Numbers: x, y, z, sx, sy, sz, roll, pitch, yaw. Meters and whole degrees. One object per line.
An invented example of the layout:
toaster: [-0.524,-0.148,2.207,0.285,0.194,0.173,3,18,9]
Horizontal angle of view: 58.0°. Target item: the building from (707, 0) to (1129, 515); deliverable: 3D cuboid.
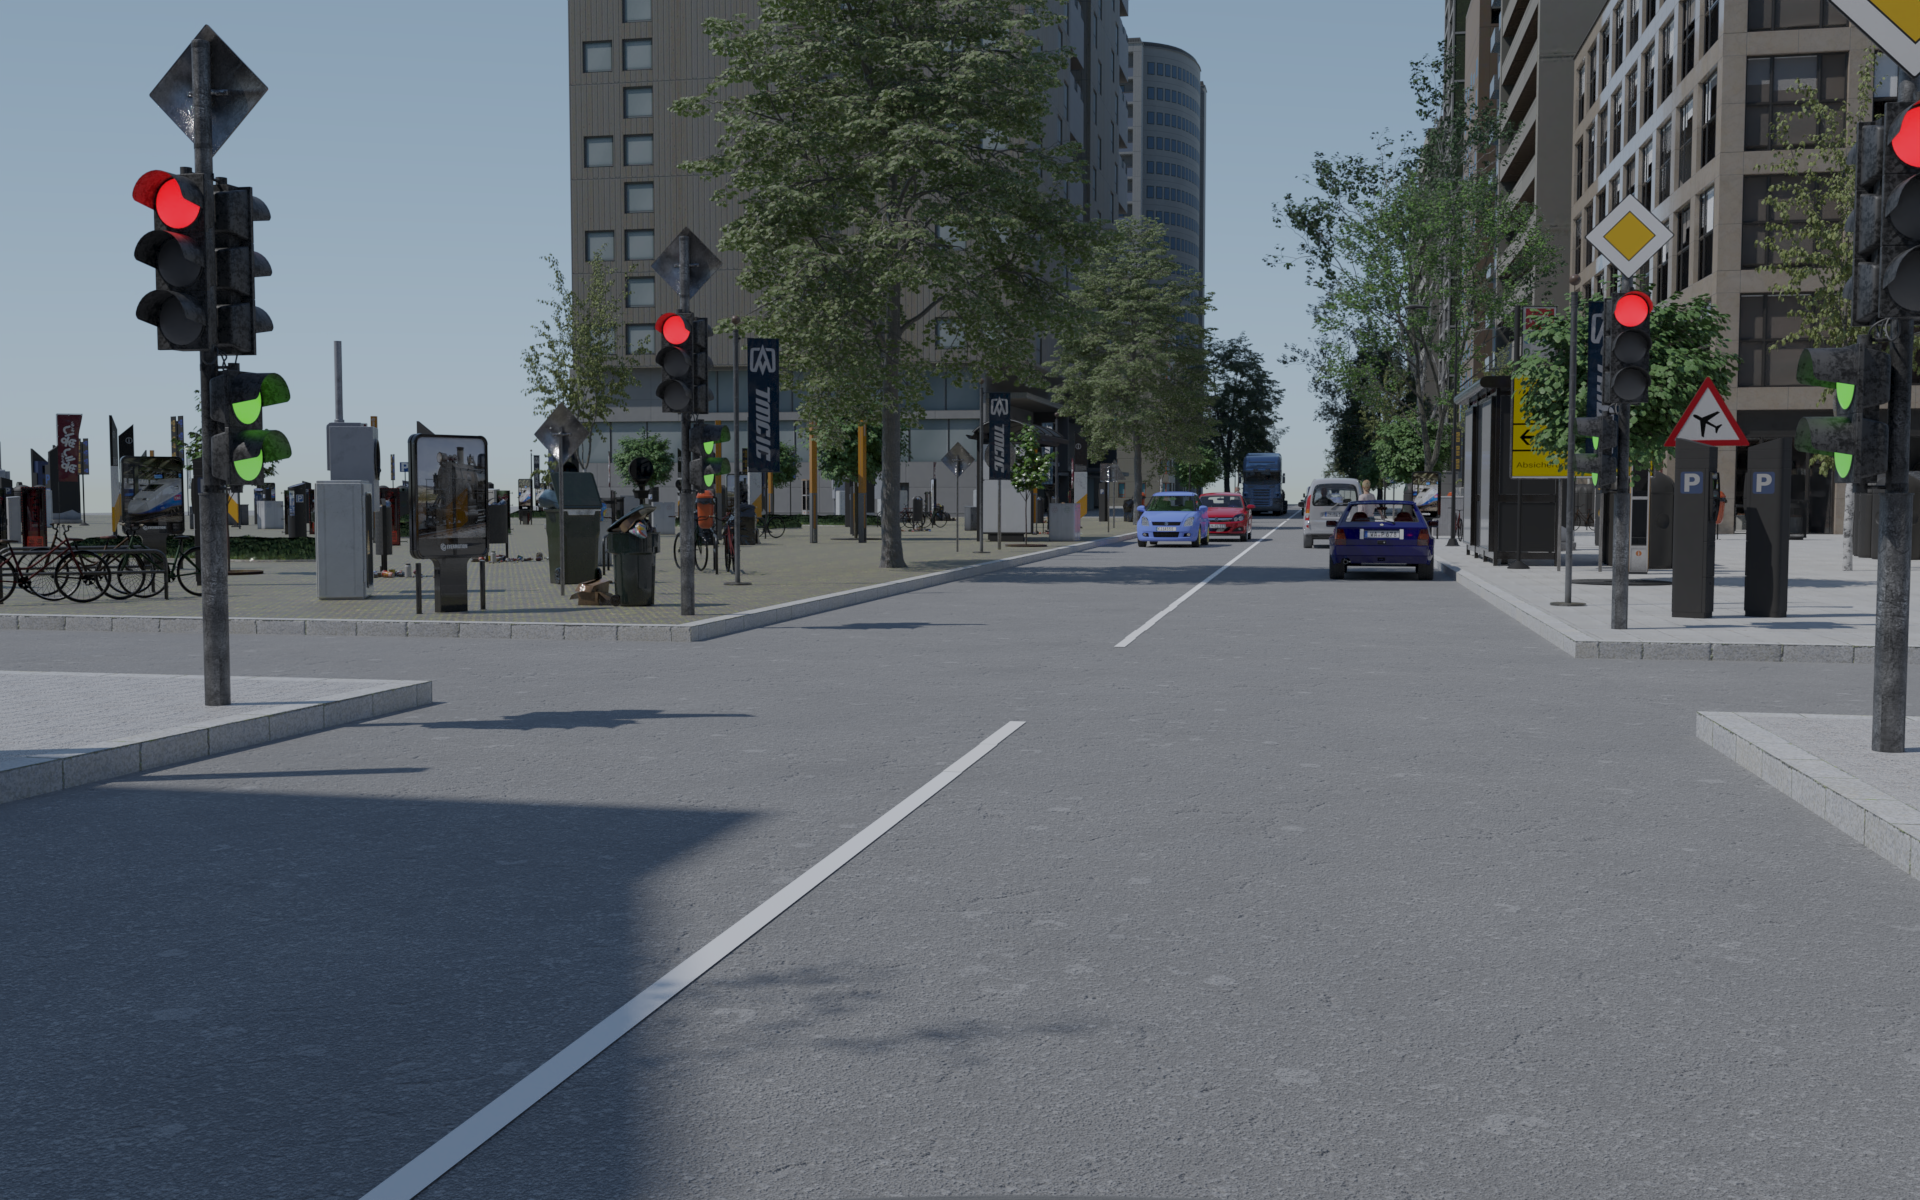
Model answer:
building: [-1.316,-33.497,136.914,28.713,52.752,27.495,1,4,12]

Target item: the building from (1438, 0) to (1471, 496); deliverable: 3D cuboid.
building: [63.298,-46.312,195.458,20.563,71.187,20.611,1,4,12]

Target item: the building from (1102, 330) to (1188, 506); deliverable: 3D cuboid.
building: [11.557,-21.736,200.426,27.650,21.520,28.899,1,4,12]

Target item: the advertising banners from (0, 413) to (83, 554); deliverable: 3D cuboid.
advertising banners: [-20.069,-2.523,37.438,2.074,3.025,0.090,-1,4,-20]

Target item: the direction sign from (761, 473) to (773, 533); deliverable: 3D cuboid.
direction sign: [-6.400,-3.991,57.255,0.876,3.537,0.379,0,4,0]

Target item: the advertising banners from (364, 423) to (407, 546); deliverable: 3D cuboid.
advertising banners: [-14.115,-2.859,42.927,2.074,3.025,0.090,-1,4,-21]

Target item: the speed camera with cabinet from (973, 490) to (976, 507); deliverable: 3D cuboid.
speed camera with cabinet: [1.543,-4.390,66.105,2.038,3.252,0.660,1,4,23]

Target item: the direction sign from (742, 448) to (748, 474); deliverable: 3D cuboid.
direction sign: [-10.424,-5.725,85.603,0.379,3.537,0.876,3,5,41]

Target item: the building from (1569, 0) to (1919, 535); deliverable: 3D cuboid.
building: [36.909,-16.198,69.357,19.350,26.468,34.151,1,4,12]

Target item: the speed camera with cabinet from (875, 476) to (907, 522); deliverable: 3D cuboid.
speed camera with cabinet: [-3.184,-5.189,79.171,0.660,3.252,2.038,2,4,31]

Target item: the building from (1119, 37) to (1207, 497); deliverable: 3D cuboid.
building: [20.524,-41.868,226.545,21.231,58.520,28.212,1,4,12]

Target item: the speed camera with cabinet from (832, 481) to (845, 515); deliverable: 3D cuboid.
speed camera with cabinet: [-6.039,-5.728,87.994,0.660,3.252,2.038,-1,4,-15]

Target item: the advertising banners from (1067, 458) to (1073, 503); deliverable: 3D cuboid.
advertising banners: [5.429,-5.438,85.094,0.090,3.025,2.074,0,4,-2]

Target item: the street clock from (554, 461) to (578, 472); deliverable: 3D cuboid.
street clock: [-8.736,-2.073,38.472,0.471,2.002,0.358,-2,4,-31]

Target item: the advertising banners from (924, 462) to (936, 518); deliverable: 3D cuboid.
advertising banners: [-1.586,-5.977,93.908,0.090,3.025,2.074,1,4,17]

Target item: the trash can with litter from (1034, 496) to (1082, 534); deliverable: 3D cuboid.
trash can with litter: [2.764,-2.704,55.274,2.233,1.210,1.678,1,4,19]

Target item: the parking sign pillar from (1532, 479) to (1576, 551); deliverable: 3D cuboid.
parking sign pillar: [13.378,-3.129,39.625,1.447,3.967,1.447,0,4,2]

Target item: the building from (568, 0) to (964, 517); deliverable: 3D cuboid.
building: [-6.904,-31.853,110.043,28.713,52.752,27.495,1,4,12]

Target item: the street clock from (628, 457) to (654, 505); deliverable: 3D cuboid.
street clock: [-6.244,-1.797,33.948,0.471,2.002,0.358,-1,4,-15]

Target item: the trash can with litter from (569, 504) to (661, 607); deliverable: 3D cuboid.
trash can with litter: [-3.977,-0.519,19.877,1.055,1.170,0.624,1,4,15]

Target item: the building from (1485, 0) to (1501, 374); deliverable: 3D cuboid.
building: [49.742,-30.775,122.787,23.786,49.044,30.456,1,4,12]

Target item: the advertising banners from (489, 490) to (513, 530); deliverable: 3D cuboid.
advertising banners: [-16.260,-3.832,58.844,2.074,3.025,0.090,0,4,-6]

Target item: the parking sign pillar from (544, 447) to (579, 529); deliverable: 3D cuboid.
parking sign pillar: [-14.567,-4.598,63.644,1.447,3.967,1.447,3,5,39]

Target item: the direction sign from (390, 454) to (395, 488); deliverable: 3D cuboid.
direction sign: [-32.193,-6.505,98.353,0.379,3.537,0.876,-2,4,-31]

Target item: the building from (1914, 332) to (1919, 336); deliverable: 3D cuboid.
building: [40.789,-15.238,25.555,44.131,29.872,17.030,1,4,12]

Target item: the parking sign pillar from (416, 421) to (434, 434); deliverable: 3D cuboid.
parking sign pillar: [-19.427,-4.591,63.541,1.447,3.967,1.447,1,4,22]

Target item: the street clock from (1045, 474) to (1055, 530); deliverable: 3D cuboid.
street clock: [3.238,-3.516,62.050,0.471,2.002,0.358,1,4,18]

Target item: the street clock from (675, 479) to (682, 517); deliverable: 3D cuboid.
street clock: [-13.819,-4.958,85.633,0.471,2.002,0.358,2,4,33]

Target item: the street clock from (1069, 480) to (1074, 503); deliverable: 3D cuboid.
street clock: [6.024,-5.356,92.133,0.358,2.002,0.471,-2,4,-35]

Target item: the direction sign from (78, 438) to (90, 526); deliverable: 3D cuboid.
direction sign: [-35.617,-4.792,70.347,0.876,3.537,0.379,2,4,33]

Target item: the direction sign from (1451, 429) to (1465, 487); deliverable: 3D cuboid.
direction sign: [17.415,-4.159,59.995,0.876,3.537,0.379,3,5,40]

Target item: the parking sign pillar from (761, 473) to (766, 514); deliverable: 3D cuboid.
parking sign pillar: [-9.461,-5.712,81.865,1.447,3.967,1.447,0,4,1]

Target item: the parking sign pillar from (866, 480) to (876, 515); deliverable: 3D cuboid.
parking sign pillar: [-4.051,-5.421,77.107,1.447,3.967,1.447,0,4,-7]

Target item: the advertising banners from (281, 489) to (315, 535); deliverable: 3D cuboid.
advertising banners: [-20.532,-3.607,55.158,2.074,3.025,0.090,-2,4,-32]

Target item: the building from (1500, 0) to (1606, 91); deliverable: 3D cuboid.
building: [42.560,-28.994,97.758,21.300,48.544,21.600,1,4,12]

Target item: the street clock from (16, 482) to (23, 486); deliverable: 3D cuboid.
street clock: [-55.275,-5.949,101.834,0.471,2.002,0.358,3,5,44]

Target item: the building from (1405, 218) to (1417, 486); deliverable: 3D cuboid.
building: [67.851,-33.733,235.136,14.154,41.232,14.086,1,4,12]

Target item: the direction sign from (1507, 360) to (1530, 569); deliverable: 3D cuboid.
direction sign: [9.594,-2.303,29.645,0.379,3.537,0.876,2,4,29]

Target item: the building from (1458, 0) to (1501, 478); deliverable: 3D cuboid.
building: [49.991,-30.322,145.868,14.600,45.320,14.200,1,4,12]

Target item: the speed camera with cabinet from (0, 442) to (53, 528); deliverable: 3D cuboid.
speed camera with cabinet: [-35.620,-4.365,65.710,2.038,3.252,0.660,-2,4,-29]

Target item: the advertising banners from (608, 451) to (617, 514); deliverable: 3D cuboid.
advertising banners: [-14.367,-4.609,71.547,0.090,3.025,2.074,0,4,-3]

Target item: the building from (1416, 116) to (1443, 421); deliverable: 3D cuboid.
building: [68.608,-36.261,216.563,21.300,48.544,21.600,1,4,12]

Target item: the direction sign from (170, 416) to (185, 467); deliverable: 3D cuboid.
direction sign: [-22.684,-3.564,50.274,0.876,3.537,0.379,3,5,45]

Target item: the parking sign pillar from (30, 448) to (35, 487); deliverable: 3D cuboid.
parking sign pillar: [-54.389,-6.987,102.706,1.447,3.967,1.447,1,4,17]

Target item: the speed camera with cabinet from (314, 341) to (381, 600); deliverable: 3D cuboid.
speed camera with cabinet: [-7.697,-1.681,21.821,0.660,3.252,2.038,-1,4,-13]

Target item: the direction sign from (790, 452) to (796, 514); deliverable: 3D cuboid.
direction sign: [-9.201,-6.239,94.006,0.876,3.537,0.379,3,5,44]

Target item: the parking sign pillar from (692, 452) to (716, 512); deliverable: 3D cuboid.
parking sign pillar: [-11.967,-5.712,81.858,1.447,3.967,1.447,-2,4,-32]

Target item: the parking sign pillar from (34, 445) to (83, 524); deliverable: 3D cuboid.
parking sign pillar: [-38.844,-5.290,74.971,1.447,3.967,1.447,2,4,35]
